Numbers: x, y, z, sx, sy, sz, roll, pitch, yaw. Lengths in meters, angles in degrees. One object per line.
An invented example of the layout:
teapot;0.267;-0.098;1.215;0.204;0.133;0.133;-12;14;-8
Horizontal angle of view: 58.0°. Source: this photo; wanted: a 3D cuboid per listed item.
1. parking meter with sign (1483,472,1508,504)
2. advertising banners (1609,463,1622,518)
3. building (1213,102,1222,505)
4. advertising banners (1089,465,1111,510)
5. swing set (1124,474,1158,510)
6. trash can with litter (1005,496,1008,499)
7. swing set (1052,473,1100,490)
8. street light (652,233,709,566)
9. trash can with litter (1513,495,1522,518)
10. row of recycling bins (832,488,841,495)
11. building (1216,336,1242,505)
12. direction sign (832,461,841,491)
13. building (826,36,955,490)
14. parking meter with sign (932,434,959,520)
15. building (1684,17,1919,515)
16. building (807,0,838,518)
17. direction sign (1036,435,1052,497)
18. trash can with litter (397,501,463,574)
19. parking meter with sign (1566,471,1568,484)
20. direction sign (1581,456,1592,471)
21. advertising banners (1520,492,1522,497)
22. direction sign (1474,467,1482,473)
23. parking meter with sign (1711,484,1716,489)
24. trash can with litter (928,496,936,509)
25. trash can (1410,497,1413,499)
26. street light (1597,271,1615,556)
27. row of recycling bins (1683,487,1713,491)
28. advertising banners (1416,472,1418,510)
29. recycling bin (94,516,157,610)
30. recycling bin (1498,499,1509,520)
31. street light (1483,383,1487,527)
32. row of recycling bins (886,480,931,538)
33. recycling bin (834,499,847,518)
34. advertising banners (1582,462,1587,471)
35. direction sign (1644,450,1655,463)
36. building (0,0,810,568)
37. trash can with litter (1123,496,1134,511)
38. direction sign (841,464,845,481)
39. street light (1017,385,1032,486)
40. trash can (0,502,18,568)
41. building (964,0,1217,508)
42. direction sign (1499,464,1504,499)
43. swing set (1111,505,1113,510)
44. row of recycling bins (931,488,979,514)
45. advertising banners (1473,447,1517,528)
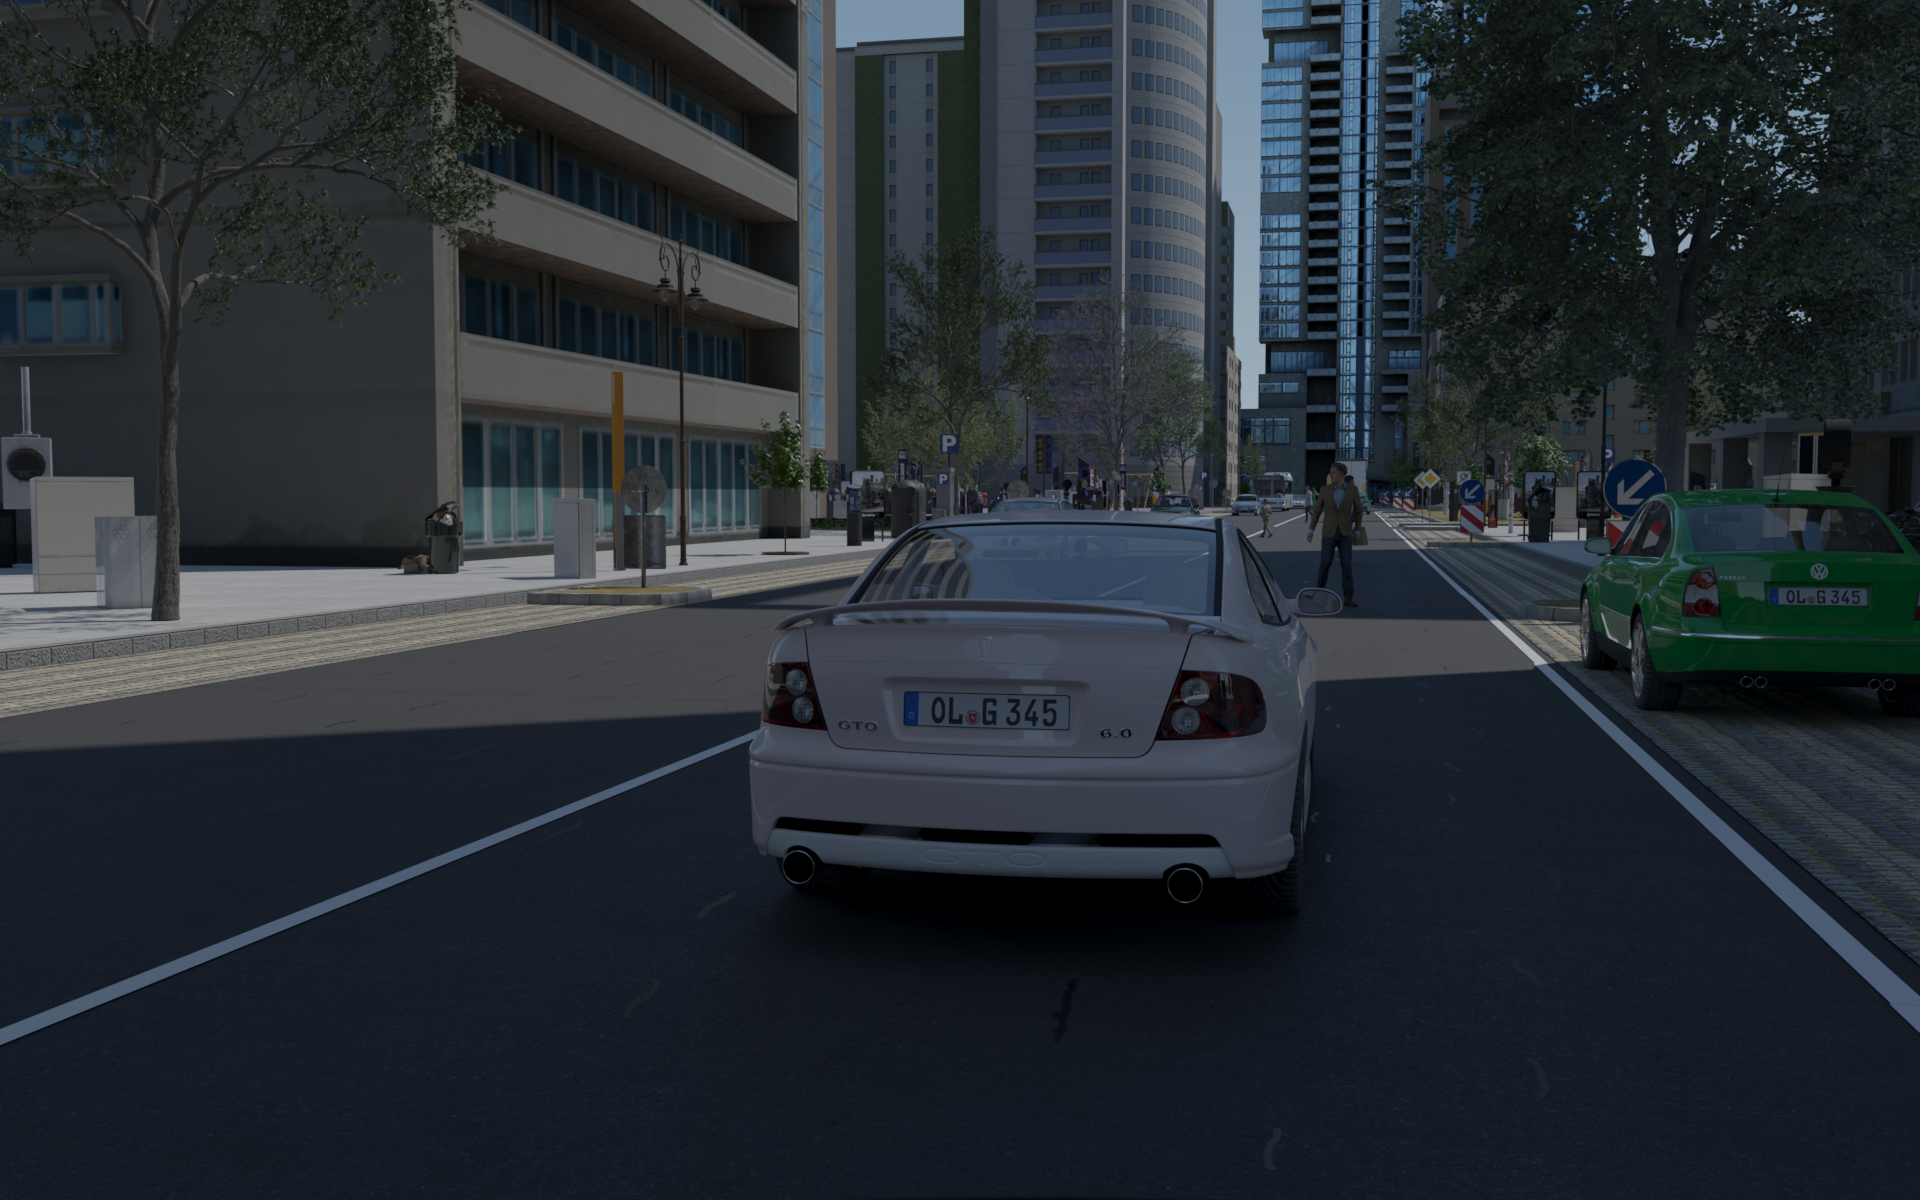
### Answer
parking meter with sign;34.324;-7.056;111.631;1.738;3.016;0.543;2;4;25
advertising banners;35.349;-5.929;93.128;2.074;3.025;0.090;-3;5;-40
building;21.117;-33.024;190.058;14.600;45.320;14.200;1;4;13
advertising banners;8.564;-6.717;106.011;2.074;3.025;0.090;-3;5;-45
swing set;13.683;-8.444;135.682;3.119;2.851;2.862;2;4;33
trash can with litter;4.334;-8.666;153.075;1.055;1.170;0.624;-3;5;-41
swing set;8.438;-7.915;127.025;3.119;2.851;2.862;1;4;21
street light;-4.972;-3.557;30.952;0.468;5.910;1.993;1;4;13
trash can with litter;30.166;-4.955;92.073;2.233;1.210;1.678;1;4;18
row of recycling bins;-10.067;-9.092;155.768;1.069;1.692;3.534;3;5;40
building;19.579;-22.698;216.147;28.899;21.520;27.650;1;4;13
direction sign;-7.433;-6.716;101.805;0.379;3.537;0.876;0;4;5
building;-8.650;-41.720;224.127;28.212;58.520;21.231;1;4;13
parking meter with sign;-0.448;-3.264;49.624;0.543;3.016;1.738;1;4;9
building;35.219;-21.294;40.035;32.217;40.220;23.993;1;4;13
building;-13.644;-25.507;67.148;14.200;45.320;14.600;1;4;13
direction sign;3.259;-4.593;67.097;0.379;3.537;0.876;-3;4;-38
trash can with litter;-8.547;-1.009;27.879;1.055;1.170;0.624;1;4;11
parking meter with sign;47.520;-8.370;133.112;1.738;3.016;0.543;1;4;22
direction sign;37.203;-6.783;102.898;0.379;3.537;0.876;-2;4;-24
advertising banners;37.260;-7.345;116.276;2.074;3.025;0.090;-2;4;-27
direction sign;42.389;-9.191;142.274;0.876;3.537;0.379;0;4;4
parking meter with sign;54.741;-7.957;126.353;1.738;3.016;0.543;3;5;44
trash can with litter;-1.168;-4.967;92.600;0.624;1.170;1.055;2;4;35
trash can;38.490;-8.275;146.947;0.748;1.137;0.748;0;3;0
street light;13.268;-3.844;35.644;0.468;5.910;1.993;1;4;13
row of recycling bins;39.745;-5.279;93.422;1.069;1.692;3.534;3;5;45
advertising banners;35.828;-8.545;135.901;0.090;3.025;2.074;1;4;19
recycling bin;-9.366;-0.434;19.658;0.722;1.027;0.722;-2;4;-34
recycling bin;27.159;-4.534;86.692;0.722;1.027;0.722;3;5;40
street light;20.577;-5.811;67.804;0.468;5.910;1.993;1;4;13
row of recycling bins;-1.522;-2.735;51.838;1.069;1.692;3.534;0;4;1
recycling bin;-4.188;-3.145;63.967;0.722;1.027;0.722;2;4;32
advertising banners;33.531;-6.015;94.537;0.090;3.025;2.074;-2;4;-26
direction sign;35.627;-5.946;89.215;0.876;3.537;0.379;3;5;41
building;-17.086;-25.531;41.141;21.300;48.544;21.600;1;4;13
trash can with litter;9.655;-5.239;97.046;1.055;1.170;0.624;3;5;41
direction sign;-9.031;-8.429;129.804;0.876;3.537;0.379;-1;4;-14
street light;2.465;-5.547;63.477;0.468;5.910;1.993;1;4;13
trash can;-16.726;-1.127;30.079;0.748;1.137;0.748;0;3;0
building;13.262;-38.367;169.305;21.231;58.520;28.212;1;4;13
direction sign;41.344;-8.544;131.696;0.876;3.537;0.379;-1;4;-20
swing set;10.285;-8.420;135.288;2.862;2.851;3.119;1;4;16
row of recycling bins;-0.540;-6.311;110.290;3.534;1.692;1.069;0;4;8
advertising banners;20.177;-4.244;65.576;0.090;3.025;2.074;-2;4;-27
